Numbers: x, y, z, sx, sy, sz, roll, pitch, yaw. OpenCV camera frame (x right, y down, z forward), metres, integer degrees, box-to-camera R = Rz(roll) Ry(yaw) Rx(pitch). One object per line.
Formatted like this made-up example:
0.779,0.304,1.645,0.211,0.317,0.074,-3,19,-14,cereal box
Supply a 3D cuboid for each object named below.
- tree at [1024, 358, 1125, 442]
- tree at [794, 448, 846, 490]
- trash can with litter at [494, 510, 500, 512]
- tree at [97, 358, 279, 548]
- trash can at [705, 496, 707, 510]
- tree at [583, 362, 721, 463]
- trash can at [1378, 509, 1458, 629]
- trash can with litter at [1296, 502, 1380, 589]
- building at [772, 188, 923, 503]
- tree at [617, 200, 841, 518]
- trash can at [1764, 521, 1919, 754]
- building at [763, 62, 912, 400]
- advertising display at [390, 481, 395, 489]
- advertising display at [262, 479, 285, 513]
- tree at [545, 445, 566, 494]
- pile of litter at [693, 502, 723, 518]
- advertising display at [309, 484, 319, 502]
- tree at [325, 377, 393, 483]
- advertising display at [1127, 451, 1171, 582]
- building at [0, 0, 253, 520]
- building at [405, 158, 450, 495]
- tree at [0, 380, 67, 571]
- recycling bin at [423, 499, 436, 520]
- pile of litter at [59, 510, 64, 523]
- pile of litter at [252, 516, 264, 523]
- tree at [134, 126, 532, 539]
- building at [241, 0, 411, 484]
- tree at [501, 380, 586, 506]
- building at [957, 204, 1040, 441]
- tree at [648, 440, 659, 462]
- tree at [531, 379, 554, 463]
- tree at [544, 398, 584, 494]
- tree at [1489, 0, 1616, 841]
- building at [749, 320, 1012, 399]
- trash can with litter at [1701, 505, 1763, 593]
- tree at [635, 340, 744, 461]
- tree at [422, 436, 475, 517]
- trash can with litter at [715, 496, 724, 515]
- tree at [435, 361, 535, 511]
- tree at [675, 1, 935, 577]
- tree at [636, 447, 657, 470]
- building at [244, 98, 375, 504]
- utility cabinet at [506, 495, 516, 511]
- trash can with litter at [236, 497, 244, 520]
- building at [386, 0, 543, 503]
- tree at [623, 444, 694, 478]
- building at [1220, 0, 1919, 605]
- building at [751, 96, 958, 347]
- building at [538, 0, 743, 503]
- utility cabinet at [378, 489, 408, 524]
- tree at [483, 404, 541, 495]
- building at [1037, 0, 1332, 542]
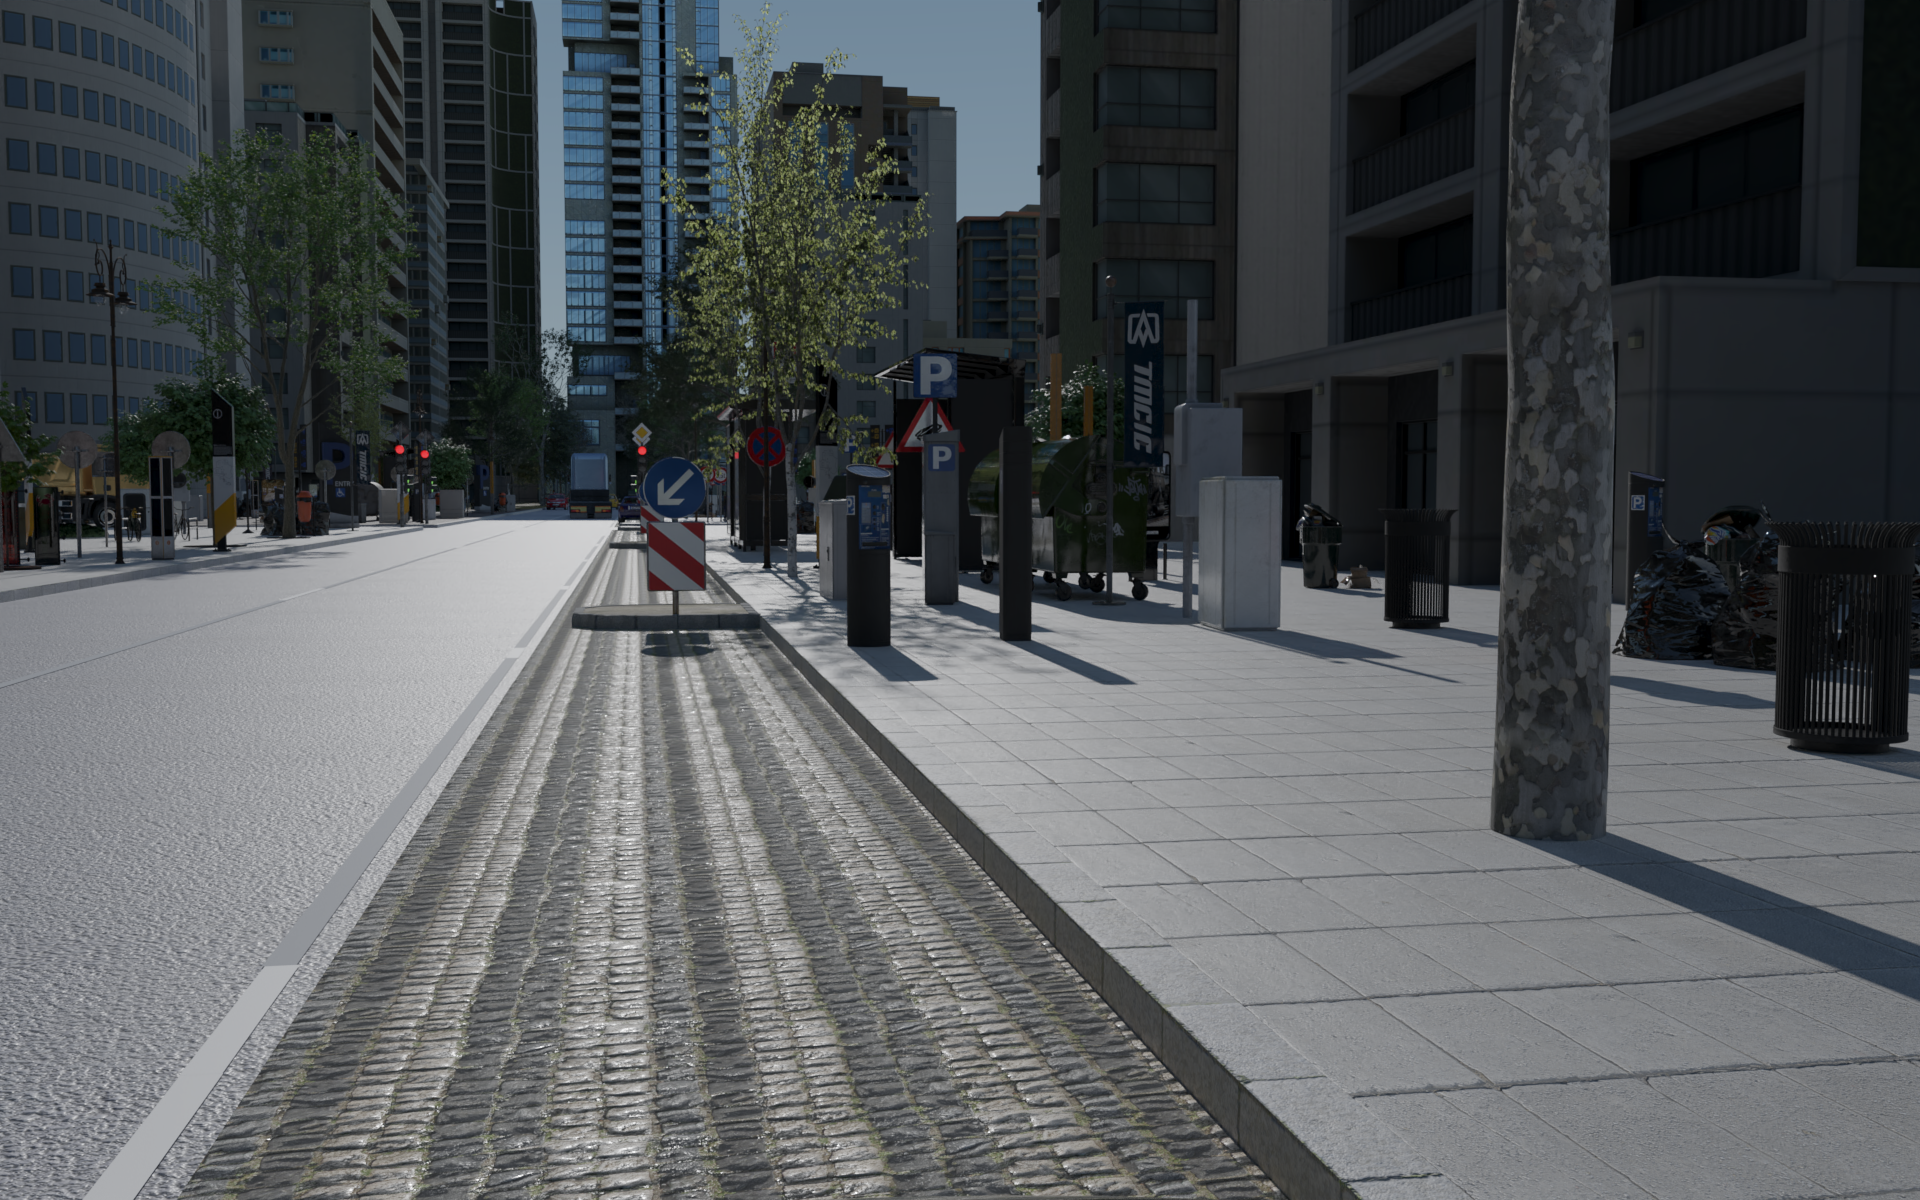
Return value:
3.167,-3.562,41.951,4.285,4.588,4.351,0,3,0,tree
-10.240,-8.447,121.828,4.285,4.588,4.351,0,3,0,tree
-32.888,-6.756,121.514,2.233,1.210,1.678,-3,5,-43,trash can with litter
-18.145,-3.569,42.061,4.285,4.588,4.351,0,3,0,tree
-17.477,-6.508,118.052,0.748,1.137,0.748,0,3,0,trash can
-26.048,-14.873,153.546,12.009,13.543,11.850,0,3,0,tree
4.394,-0.305,16.647,0.748,1.137,0.748,0,3,0,trash can
5.166,-0.753,23.691,1.055,1.170,0.624,0,4,1,trash can with litter
-11.432,-24.244,168.097,14.160,30.474,14.107,-1,4,-11,building
-7.480,-7.433,55.947,7.601,10.594,8.767,-1,4,-22,tree
4.448,0.179,8.726,0.748,1.137,0.748,0,3,0,trash can
-13.095,-32.519,181.790,14.600,45.320,14.200,-1,4,-11,building
-27.902,-4.888,85.137,0.123,1.923,0.974,-2,4,-24,advertising display
-30.136,-4.334,76.071,0.974,1.923,0.123,0,4,-5,advertising display
-47.765,-15.385,201.908,4.360,8.622,3.978,0,3,0,tree
-13.749,-4.909,94.226,1.719,0.858,1.176,2,4,33,pile of litter
-42.925,-6.720,115.088,0.974,1.923,0.123,3,4,38,advertising display
-35.181,-9.284,102.157,4.737,8.622,4.395,0,3,0,tree
2.786,-1.250,25.646,0.123,1.923,0.974,3,5,43,advertising display
-52.571,-33.673,92.553,21.231,58.520,28.212,-1,4,-11,building
-69.603,-30.581,191.885,23.993,40.220,32.217,-1,4,-11,building
-16.050,-2.127,29.371,1.663,3.219,1.824,0,3,0,tree
-26.591,-4.507,86.237,0.722,1.027,0.722,-3,5,-42,recycling bin
-30.304,-2.724,58.506,1.176,0.858,1.719,-1,4,-23,pile of litter
-30.954,-3.906,77.828,1.719,0.858,1.176,-1,4,-14,pile of litter
-19.243,-7.560,49.360,9.928,11.665,9.643,0,3,0,tree
-61.557,-32.425,153.854,21.300,48.544,21.600,-1,4,-11,building
-46.479,-17.462,192.154,9.857,13.997,8.962,0,3,0,tree
12.055,-37.308,264.613,28.867,44.769,22.147,-1,4,-11,building
-20.025,-10.522,122.401,4.360,8.622,3.978,0,3,0,tree
-37.192,-13.298,143.176,9.928,11.665,9.643,0,3,0,tree
-50.369,-18.853,218.611,12.009,13.543,11.850,0,3,0,tree
2.965,-9.259,7.278,12.611,20.169,13.585,0,3,0,tree
-10.442,-22.009,204.894,27.650,21.520,28.899,-1,4,-11,building
7.644,-0.372,17.477,0.624,1.170,1.055,0,4,2,trash can with litter
-17.913,-11.566,114.860,9.928,11.665,9.643,0,3,0,tree
-28.969,-6.957,97.459,4.285,4.588,4.351,0,3,0,tree
-14.414,-5.708,104.718,0.624,1.170,1.055,1,4,15,trash can with litter
-33.765,-11.505,122.523,8.767,10.594,7.601,2,4,35,tree
-2.544,-4.649,26.381,4.360,8.622,3.978,0,3,0,tree
-29.316,-13.371,168.979,4.737,8.622,4.395,0,3,0,tree
-52.603,-21.933,130.301,14.160,30.474,14.107,-1,4,-11,building
-33.685,-7.215,129.125,1.020,1.237,0.306,-1,4,-22,utility cabinet
-36.315,-4.553,85.495,1.678,1.210,2.233,2,4,30,trash can with litter
-70.874,-49.461,246.939,20.611,71.187,20.563,-1,4,-11,building
-36.650,-18.143,213.641,9.611,12.733,9.660,0,3,0,tree
17.034,-35.812,23.776,20.563,71.187,20.611,-1,4,-11,building
-16.170,-43.770,257.644,28.212,58.520,21.231,-1,4,-11,building
-45.391,-57.451,251.990,31.000,86.520,22.319,-1,4,-11,building
-24.428,-4.036,74.668,1.173,1.500,0.318,-3,5,-43,utility cabinet
-34.548,-11.151,132.677,4.360,8.622,3.978,0,3,0,tree
9.418,-17.227,53.366,14.160,30.474,14.107,-1,4,-11,building
